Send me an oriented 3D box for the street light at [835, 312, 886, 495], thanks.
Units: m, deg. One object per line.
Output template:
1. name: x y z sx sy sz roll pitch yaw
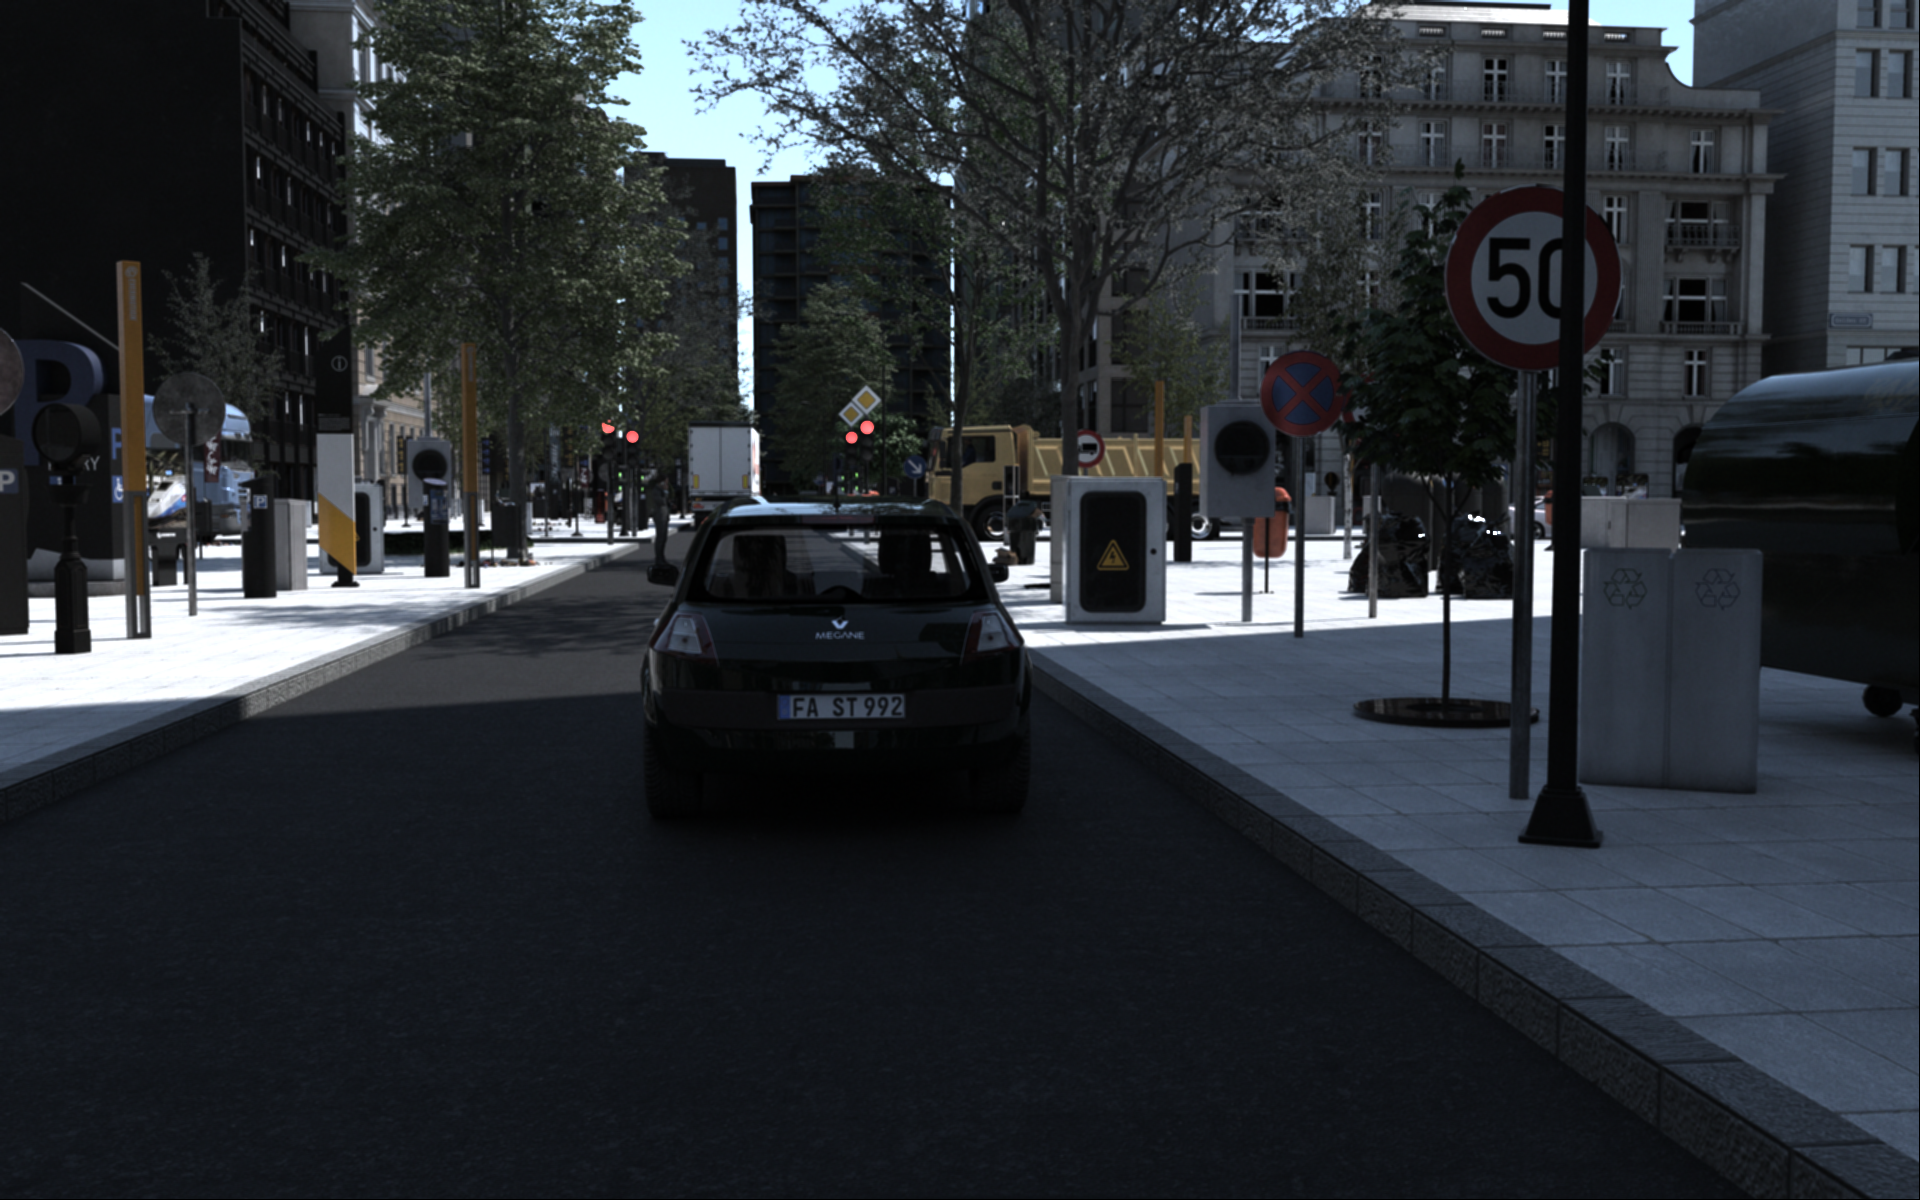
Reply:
1. street light: -2.493 -4.395 44.399 1.470 5.913 1.316 0 4 -6

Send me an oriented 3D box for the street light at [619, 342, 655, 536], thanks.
1. street light: -9.664 -4.892 52.521 1.470 5.913 1.316 0 4 -6

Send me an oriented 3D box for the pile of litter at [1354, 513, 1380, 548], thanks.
1. pile of litter: 10.021 -1.662 41.137 1.176 0.858 1.719 0 4 -4

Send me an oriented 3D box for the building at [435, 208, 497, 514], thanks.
1. building: -37.947 -16.419 110.250 13.314 21.916 24.055 0 4 -6

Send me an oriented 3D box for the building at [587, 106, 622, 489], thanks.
1. building: -58.135 -39.439 234.070 27.495 52.752 28.713 0 4 -6

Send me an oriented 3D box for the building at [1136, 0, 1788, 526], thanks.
1. building: 20.849 -14.296 75.543 24.055 21.916 13.314 0 4 -6

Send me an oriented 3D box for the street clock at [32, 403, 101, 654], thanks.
1. street clock: -7.164 -0.573 13.931 0.471 2.002 0.358 1 4 15

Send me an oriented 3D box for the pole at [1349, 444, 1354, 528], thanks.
1. pole: 14.715 -4.365 65.203 0.158 3.312 0.155 0 3 0

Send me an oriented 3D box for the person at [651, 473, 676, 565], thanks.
1. person: -5.881 -1.603 34.516 0.447 1.846 0.655 0 4 5

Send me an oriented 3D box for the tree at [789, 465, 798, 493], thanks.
1. tree: -12.039 -9.478 138.686 4.285 4.588 4.351 0 3 0

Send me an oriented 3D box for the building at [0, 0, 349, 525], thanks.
1. building: -33.163 -14.729 70.503 12.332 23.373 15.834 0 4 -6

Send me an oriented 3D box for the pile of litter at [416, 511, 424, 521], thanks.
1. pile of litter: -25.297 -4.225 83.048 1.719 0.858 1.176 -2 4 -31

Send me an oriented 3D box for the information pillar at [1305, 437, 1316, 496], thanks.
1. information pillar: 13.484 -4.619 66.876 0.183 3.616 0.504 -3 5 -43

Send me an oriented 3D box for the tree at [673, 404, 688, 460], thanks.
1. tree: -20.065 -12.938 137.288 9.928 11.665 9.643 0 3 0

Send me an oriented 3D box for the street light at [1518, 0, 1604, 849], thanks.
1. street light: 1.696 -2.059 6.205 1.470 5.913 1.316 0 4 -6

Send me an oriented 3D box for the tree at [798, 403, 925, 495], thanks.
1. tree: -2.897 -4.641 59.596 4.285 4.588 4.351 0 3 0

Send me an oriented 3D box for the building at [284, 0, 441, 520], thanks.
1. building: -34.884 -18.489 88.201 13.634 28.700 20.117 0 4 -6

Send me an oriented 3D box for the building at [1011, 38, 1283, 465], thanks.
1. building: 15.240 -18.837 112.498 19.350 26.468 34.151 0 4 -6

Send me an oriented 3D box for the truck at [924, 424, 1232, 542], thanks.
1. truck: 3.027 -3.279 49.541 9.791 3.379 3.469 0 4 -5

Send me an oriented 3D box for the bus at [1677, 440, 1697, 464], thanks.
1. bus: 28.148 -3.718 52.331 12.252 3.916 2.896 0 4 -8

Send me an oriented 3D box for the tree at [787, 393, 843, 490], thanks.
1. tree: -9.633 -10.368 119.875 4.737 8.622 4.395 0 3 0

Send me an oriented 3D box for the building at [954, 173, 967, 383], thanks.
1. building: 10.058 -37.557 237.753 21.600 48.544 21.300 0 4 -6

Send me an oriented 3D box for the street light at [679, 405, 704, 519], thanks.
1. street light: -14.027 -7.227 90.694 1.470 5.913 1.316 0 4 -6

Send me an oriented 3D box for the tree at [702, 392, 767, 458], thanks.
1. tree: -25.882 -17.339 190.141 9.857 13.997 8.962 0 3 0

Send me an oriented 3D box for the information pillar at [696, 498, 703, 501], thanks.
1. information pillar: -16.256 -7.149 108.243 0.504 3.616 0.183 -1 4 -20

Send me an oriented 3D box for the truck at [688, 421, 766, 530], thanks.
1. truck: -9.693 -5.109 72.447 2.839 4.237 11.283 0 4 -5

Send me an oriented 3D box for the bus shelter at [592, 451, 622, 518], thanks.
1. bus shelter: -19.616 -6.517 97.828 1.731 3.624 6.357 0 4 -6

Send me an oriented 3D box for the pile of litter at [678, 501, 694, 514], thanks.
1. pile of litter: -17.770 -5.996 111.995 1.176 0.858 1.719 -1 4 -9

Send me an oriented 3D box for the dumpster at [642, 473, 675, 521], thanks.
1. dumpster: -13.852 -4.694 79.242 1.502 2.255 1.985 0 4 -6

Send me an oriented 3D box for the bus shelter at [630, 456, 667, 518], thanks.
1. bus shelter: -17.259 -6.199 95.272 2.014 3.302 5.546 0 4 -7

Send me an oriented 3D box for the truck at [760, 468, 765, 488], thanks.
1. truck: -20.923 -11.167 172.343 2.967 4.110 18.799 0 4 -6

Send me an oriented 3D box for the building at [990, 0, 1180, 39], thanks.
1. building: 9.116 -27.807 138.246 14.154 41.232 14.086 0 4 -6

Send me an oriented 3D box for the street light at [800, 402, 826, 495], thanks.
1. street light: -7.370 -7.029 87.473 1.470 5.913 1.316 0 4 -6

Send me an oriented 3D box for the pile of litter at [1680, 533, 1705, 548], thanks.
1. pile of litter: 10.138 -0.638 24.397 1.719 0.858 1.176 -1 4 -13

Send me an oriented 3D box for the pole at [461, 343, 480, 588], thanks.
1. pole: -6.655 -1.816 23.536 0.158 3.312 0.155 0 3 0

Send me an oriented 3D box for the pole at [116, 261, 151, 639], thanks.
1. pole: -7.300 -1.312 15.301 0.158 3.312 0.155 0 3 0

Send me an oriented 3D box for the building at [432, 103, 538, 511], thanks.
1. building: -40.219 -21.974 130.979 14.160 30.474 14.107 0 4 -6

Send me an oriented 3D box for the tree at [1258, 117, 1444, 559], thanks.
1. tree: 7.659 -5.092 33.613 4.360 8.622 3.978 0 3 0

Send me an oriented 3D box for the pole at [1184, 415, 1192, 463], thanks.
1. pole: 5.913 -3.130 45.016 0.158 3.312 0.155 0 3 0

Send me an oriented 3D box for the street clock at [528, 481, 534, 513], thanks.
1. street clock: -24.267 -5.725 98.180 0.358 2.002 0.471 1 4 18

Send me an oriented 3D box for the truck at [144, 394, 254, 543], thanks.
1. truck: -27.609 -3.379 45.007 18.799 4.110 2.967 0 4 -6

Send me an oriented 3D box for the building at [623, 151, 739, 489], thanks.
1. building: -36.666 -35.463 229.922 14.200 45.320 14.600 0 4 -6

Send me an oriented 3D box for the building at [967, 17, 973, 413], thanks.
1. building: 7.368 -28.673 152.398 14.154 41.232 14.086 0 4 -6

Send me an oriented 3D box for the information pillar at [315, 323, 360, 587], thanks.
1. information pillar: -8.574 -1.985 23.817 0.504 3.616 0.183 0 4 -8

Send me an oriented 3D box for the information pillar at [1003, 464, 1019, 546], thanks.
1. information pillar: 1.278 -2.365 43.152 0.304 2.012 0.304 2 4 26

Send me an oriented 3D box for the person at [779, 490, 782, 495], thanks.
1. person: -16.810 -9.449 163.008 0.705 1.821 1.348 0 4 -7

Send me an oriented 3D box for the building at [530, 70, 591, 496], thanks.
1. building: -46.119 -32.308 178.342 14.200 45.320 14.600 0 4 -6

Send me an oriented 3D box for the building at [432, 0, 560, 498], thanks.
1. building: -45.246 -43.325 146.609 20.563 71.187 20.611 0 4 -6

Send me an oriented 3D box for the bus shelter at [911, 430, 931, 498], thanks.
1. bus shelter: -1.020 -4.581 66.187 1.731 3.624 6.357 0 4 -6

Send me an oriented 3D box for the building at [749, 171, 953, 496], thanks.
1. building: -15.597 -35.535 235.618 28.867 44.769 22.147 0 4 -6

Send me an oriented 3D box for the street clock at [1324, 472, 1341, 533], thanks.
1. street clock: 12.277 -3.215 57.132 0.471 2.002 0.358 3 4 38

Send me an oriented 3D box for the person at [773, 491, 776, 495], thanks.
1. person: -19.746 -10.668 183.714 1.217 1.735 0.721 3 4 37

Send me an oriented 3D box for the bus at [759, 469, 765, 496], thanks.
1. bus: -18.607 -9.821 152.116 2.896 3.916 12.252 0 4 -6

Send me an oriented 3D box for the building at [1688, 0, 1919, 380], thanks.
1. building: 49.098 -18.290 76.531 29.804 29.767 11.434 0 4 -6

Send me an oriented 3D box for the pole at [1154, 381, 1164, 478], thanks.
1. pole: 3.595 -2.291 31.302 0.158 3.312 0.155 0 3 0

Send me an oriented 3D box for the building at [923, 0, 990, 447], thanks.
1. building: 8.695 -52.689 174.134 22.319 86.520 31.000 0 4 -6

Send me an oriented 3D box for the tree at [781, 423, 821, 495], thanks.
1. tree: -14.813 -12.836 160.236 4.360 8.622 3.978 0 3 0
